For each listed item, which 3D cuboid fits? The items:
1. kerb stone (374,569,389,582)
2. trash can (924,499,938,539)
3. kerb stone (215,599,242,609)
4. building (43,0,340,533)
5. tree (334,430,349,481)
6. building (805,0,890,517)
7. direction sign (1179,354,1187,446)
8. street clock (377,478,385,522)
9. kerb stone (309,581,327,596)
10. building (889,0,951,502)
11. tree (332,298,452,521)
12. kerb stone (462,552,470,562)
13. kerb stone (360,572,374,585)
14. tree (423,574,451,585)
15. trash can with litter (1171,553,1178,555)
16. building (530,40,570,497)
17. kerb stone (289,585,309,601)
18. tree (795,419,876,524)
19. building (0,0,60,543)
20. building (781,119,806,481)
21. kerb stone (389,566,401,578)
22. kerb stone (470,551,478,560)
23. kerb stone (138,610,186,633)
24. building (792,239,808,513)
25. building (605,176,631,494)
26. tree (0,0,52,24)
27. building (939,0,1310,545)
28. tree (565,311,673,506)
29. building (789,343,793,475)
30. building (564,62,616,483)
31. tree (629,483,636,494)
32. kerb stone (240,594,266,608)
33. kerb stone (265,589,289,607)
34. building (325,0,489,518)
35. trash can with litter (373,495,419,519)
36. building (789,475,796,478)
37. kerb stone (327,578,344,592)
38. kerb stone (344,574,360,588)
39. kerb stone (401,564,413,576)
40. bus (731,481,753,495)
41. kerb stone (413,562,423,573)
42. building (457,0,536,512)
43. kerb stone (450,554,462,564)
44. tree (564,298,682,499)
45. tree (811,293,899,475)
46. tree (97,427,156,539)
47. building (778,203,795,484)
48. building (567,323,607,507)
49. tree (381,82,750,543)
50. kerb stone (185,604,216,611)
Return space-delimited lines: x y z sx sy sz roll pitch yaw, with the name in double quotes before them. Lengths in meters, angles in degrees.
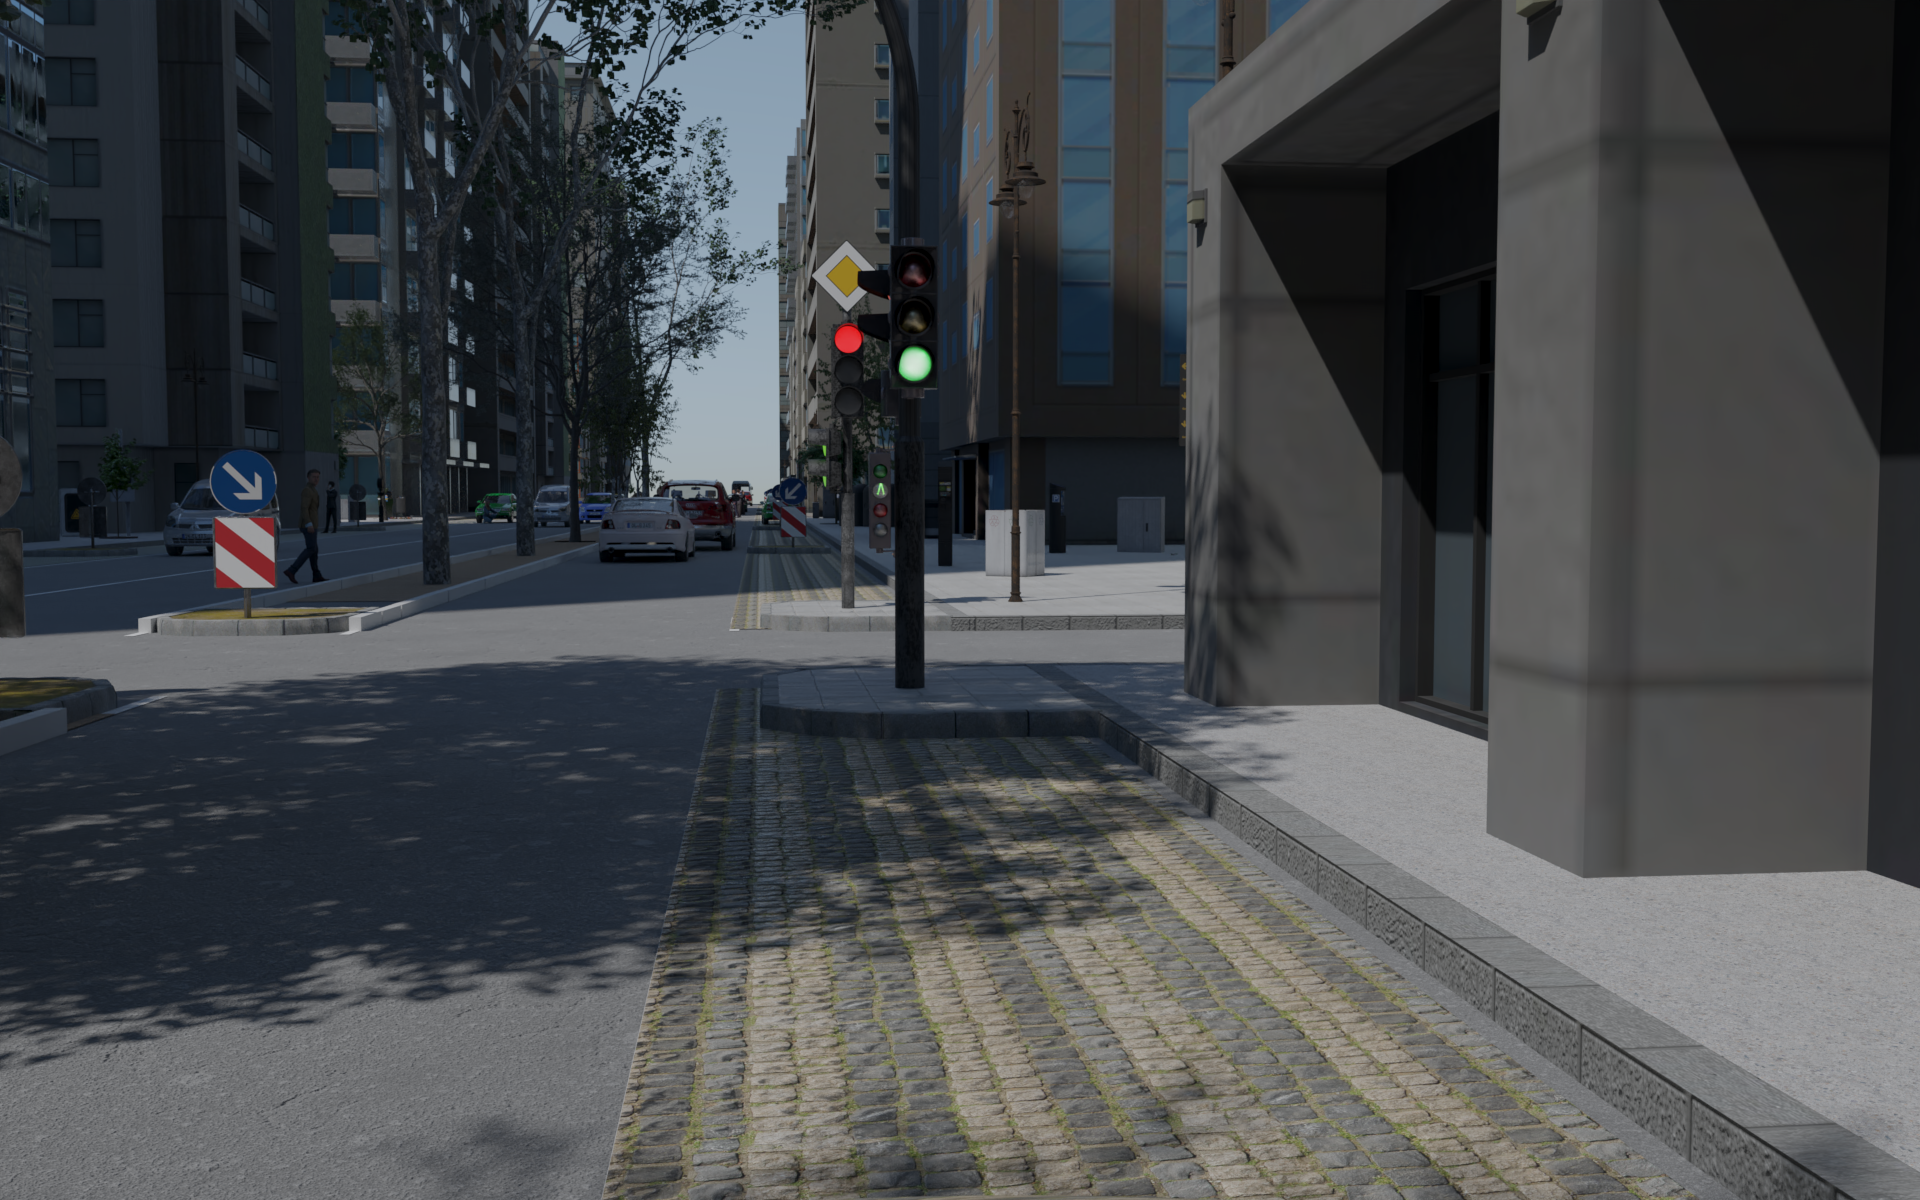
"kerb stone" -9.616 -0.383 28.501 0.120 0.150 1.000 0 4 -7
"trash can" -0.809 -2.334 49.808 0.748 1.137 0.748 0 3 0
"kerb stone" -8.677 0.113 20.352 0.120 0.150 1.000 0 4 -7
"building" -31.089 -23.066 60.726 14.154 41.232 14.086 0 4 -7
"tree" -27.349 -5.472 73.178 4.285 4.588 4.351 0 3 0
"building" 1.420 -29.572 107.202 21.300 48.544 21.600 0 4 -7
"direction sign" 3.988 -2.204 28.029 0.876 3.537 0.379 1 4 15
"street clock" -26.175 -4.509 78.290 0.358 2.002 0.471 0 4 -6
"kerb stone" -9.149 -0.133 24.434 0.120 0.150 1.000 0 4 -7
"building" 7.280 -32.794 78.186 21.231 58.520 28.212 0 4 -7
"tree" -28.020 -9.090 83.037 7.601 10.594 8.767 -1 4 -13
"kerb stone" -10.560 -0.877 36.648 0.120 0.150 1.000 0 4 -7
"kerb stone" -9.507 -0.323 27.484 0.120 0.150 1.000 0 4 -7
"tree" -6.964 -10.258 26.062 12.611 20.169 13.585 0 3 0
"trash can with litter" 5.462 -1.515 35.835 2.233 1.210 1.678 3 4 36
"building" -42.087 -28.579 150.860 14.154 41.232 14.086 0 4 -7
"kerb stone" -9.033 -0.074 23.412 0.120 0.150 1.000 0 4 -7
"tree" -5.342 -5.516 73.904 4.285 4.588 4.351 0 3 0
"building" -32.067 -43.784 28.544 22.319 86.520 31.000 0 4 -7
"building" -11.207 -36.961 223.920 23.786 49.044 30.456 0 4 -7
"kerb stone" -9.739 -0.447 29.528 0.120 0.150 1.000 0 4 -7
"kerb stone" -10.676 -0.946 37.662 0.120 0.150 1.000 0 4 -7
"kerb stone" -8.446 0.237 18.315 0.120 0.150 1.000 0 4 -7
"building" 1.504 -17.642 133.485 27.650 21.520 28.899 0 4 -7
"building" -52.795 -35.899 237.059 14.600 45.320 14.200 0 4 -7
"tree" -6.078 -5.878 5.210 9.857 13.997 8.962 0 3 0
"building" 6.988 -24.410 49.211 14.600 45.320 14.200 0 4 -7
"tree" -13.881 -7.278 71.819 4.737 8.622 4.395 0 3 0
"building" -5.023 -21.384 194.665 27.650 21.520 28.899 0 4 -7
"building" -57.699 -38.293 215.324 28.713 52.752 27.495 0 4 -7
"tree" -47.836 -15.674 250.876 1.663 3.219 1.824 0 3 0
"kerb stone" -8.799 0.052 21.370 0.120 0.150 1.000 0 4 -7
"kerb stone" -8.911 -0.012 22.392 0.120 0.150 1.000 0 4 -7
"building" -42.363 -29.681 104.893 23.786 49.044 30.456 0 4 -7
"trash can with litter" -28.879 -4.741 88.571 2.233 1.210 1.678 1 4 14
"building" 0.401 -28.592 159.358 32.217 40.220 23.993 0 4 -7
"kerb stone" -9.275 -0.199 25.448 0.120 0.150 1.000 0 4 -7
"kerb stone" -9.384 -0.261 26.464 0.120 0.150 1.000 0 4 -7
"kerb stone" -9.849 -0.511 30.551 0.120 0.150 1.000 0 4 -7
"bus" -30.788 -15.266 244.456 2.948 3.499 13.247 0 4 -6
"kerb stone" -9.966 -0.570 31.567 0.120 0.150 1.000 0 4 -7
"building" -44.691 -31.046 131.296 21.300 48.544 21.600 0 4 -7
"kerb stone" -10.440 -0.822 35.630 0.120 0.150 1.000 0 4 -7
"tree" -12.106 -6.647 61.501 4.360 8.622 3.978 0 3 0
"tree" -3.014 -6.760 60.889 4.737 8.622 4.395 0 3 0
"tree" -24.305 -3.378 49.830 1.663 3.219 1.824 0 3 0
"building" -18.659 -34.378 245.679 14.154 41.232 14.086 0 4 -7
"building" -53.677 -20.961 187.746 27.650 21.520 28.899 0 4 -7
"tree" -11.438 -8.452 51.010 12.009 13.543 11.850 0 3 0
"kerb stone" -8.558 0.175 19.336 0.120 0.150 1.000 0 4 -7
